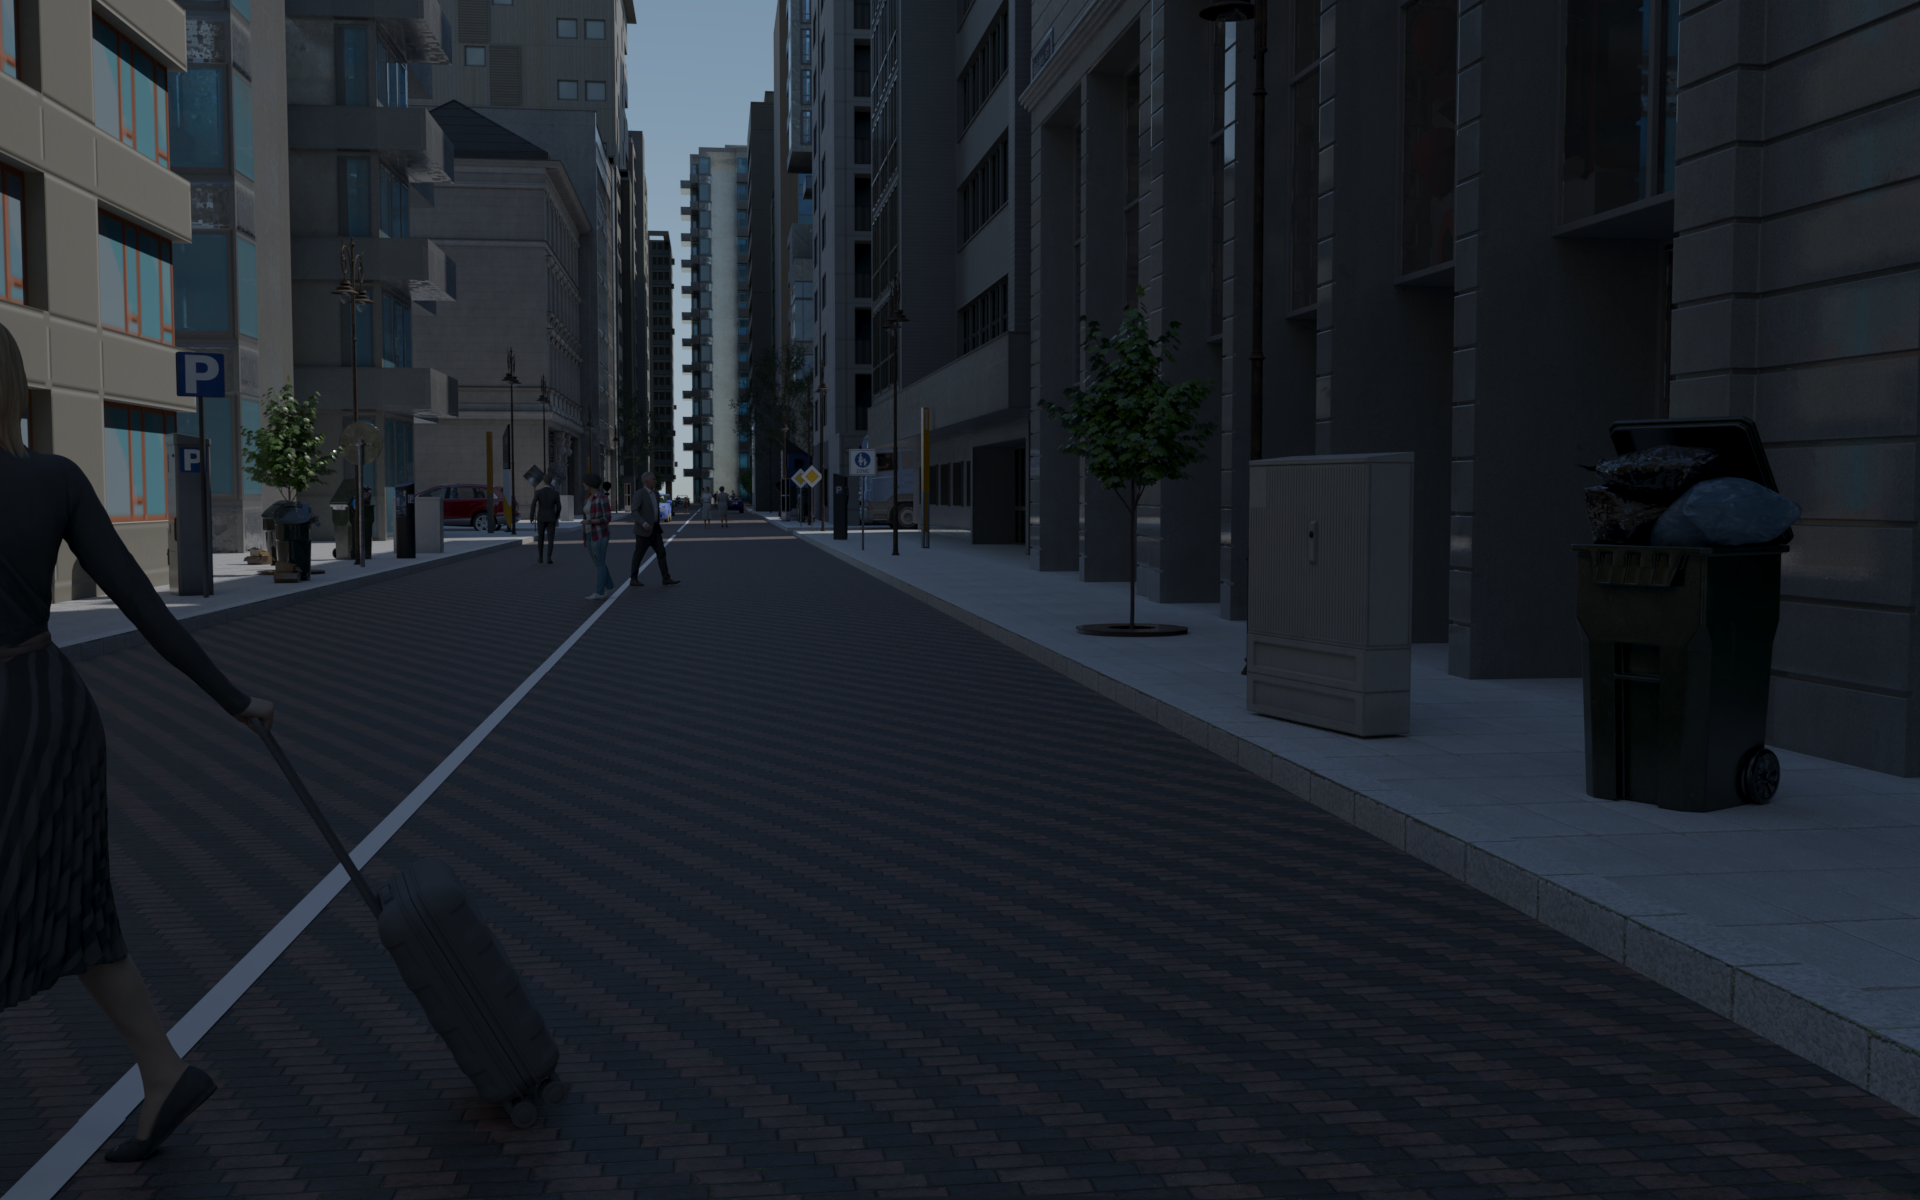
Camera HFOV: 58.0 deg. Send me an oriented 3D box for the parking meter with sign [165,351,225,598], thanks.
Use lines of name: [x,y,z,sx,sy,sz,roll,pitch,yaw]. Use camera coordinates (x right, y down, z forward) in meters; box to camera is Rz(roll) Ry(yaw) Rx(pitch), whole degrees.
parking meter with sign: [-9.798,-1.578,22.055,0.543,3.016,1.738,-2,4,-34]

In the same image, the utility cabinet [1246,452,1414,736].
utility cabinet: [2.012,-0.055,9.571,0.318,1.500,1.173,-1,4,-21]

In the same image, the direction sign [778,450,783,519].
direction sign: [-9.190,-5.955,89.368,0.379,3.537,0.876,0,4,0]

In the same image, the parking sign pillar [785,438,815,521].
parking sign pillar: [-7.745,-5.815,83.543,1.447,3.967,1.447,-1,4,-15]

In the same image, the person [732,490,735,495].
person: [-19.519,-8.516,148.178,0.568,1.767,0.683,0,4,7]

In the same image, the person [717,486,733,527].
person: [-10.160,-4.036,74.852,0.716,1.782,0.532,-1,4,-9]

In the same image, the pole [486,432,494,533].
pole: [-15.361,-3.839,56.613,0.158,3.312,0.155,0,3,0]

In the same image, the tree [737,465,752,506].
tree: [-23.078,-12.737,191.971,4.285,4.588,4.351,0,3,0]

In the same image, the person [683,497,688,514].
person: [-20.068,-6.930,126.476,0.373,1.253,0.362,2,4,27]

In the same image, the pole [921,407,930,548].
pole: [-0.818,-2.875,40.845,0.158,3.312,0.155,0,3,0]

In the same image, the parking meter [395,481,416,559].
parking meter: [-11.060,-1.598,34.543,0.372,1.533,0.369,0,3,0]

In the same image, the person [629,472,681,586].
person: [-4.785,-1.106,26.975,0.834,1.777,0.661,1,4,21]

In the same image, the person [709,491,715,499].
person: [-23.478,-9.346,162.130,1.217,1.723,0.721,-1,4,-19]

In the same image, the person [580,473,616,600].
person: [-4.904,-0.869,23.547,0.643,1.720,0.563,-3,4,-37]

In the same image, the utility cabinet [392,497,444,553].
utility cabinet: [-11.784,-1.623,37.690,1.020,1.237,0.306,0,4,-5]

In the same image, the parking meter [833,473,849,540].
parking meter: [-3.343,-2.624,48.617,0.399,1.863,0.255,1,4,15]

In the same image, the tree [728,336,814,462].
tree: [-9.677,-10.215,101.433,8.767,10.594,7.601,0,4,4]

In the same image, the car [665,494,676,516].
car: [-19.830,-6.287,114.588,2.131,1.459,4.920,0,4,-7]

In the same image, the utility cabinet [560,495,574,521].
utility cabinet: [-18.604,-4.333,82.005,0.306,1.237,1.020,-2,4,-34]

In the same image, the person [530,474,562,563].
person: [-8.584,-1.687,35.862,0.659,1.850,0.755,-1,4,-16]

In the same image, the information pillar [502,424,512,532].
information pillar: [-15.204,-4.085,58.144,0.183,3.616,0.504,-3,4,-37]

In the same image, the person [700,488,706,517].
person: [-15.903,-6.087,107.866,0.795,1.843,0.661,1,4,21]

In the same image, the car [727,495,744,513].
car: [-17.158,-7.191,130.148,1.945,1.354,3.894,-1,4,-9]

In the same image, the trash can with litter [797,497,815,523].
trash can with litter: [-6.833,-4.035,77.362,0.624,1.170,1.055,-3,4,-38]

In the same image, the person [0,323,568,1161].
person: [-1.614,0.309,3.671,1.509,1.804,0.699,-1,4,-21]

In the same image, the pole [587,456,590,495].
pole: [-20.090,-6.116,93.848,0.158,3.312,0.155,0,3,0]

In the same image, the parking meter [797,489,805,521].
parking meter: [-7.497,-4.487,81.776,0.372,1.533,0.369,0,3,0]

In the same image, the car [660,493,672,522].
car: [-15.664,-4.819,88.386,1.945,1.707,3.694,0,4,-7]

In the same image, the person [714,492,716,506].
person: [-29.775,-12.294,210.973,0.593,1.643,0.415,3,4,36]

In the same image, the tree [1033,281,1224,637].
tree: [1.624,-1.296,15.797,1.663,3.219,1.824,0,3,0]

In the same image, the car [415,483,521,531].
car: [-18.589,-3.293,62.515,5.304,1.827,2.281,0,4,-7]

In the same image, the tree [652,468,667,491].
tree: [-38.310,-14.285,217.273,4.285,4.588,4.351,0,3,0]

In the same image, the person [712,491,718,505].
person: [-24.849,-10.279,177.076,1.217,1.766,0.721,-1,4,-16]

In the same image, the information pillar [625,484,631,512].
information pillar: [-23.549,-7.231,122.716,0.304,2.012,0.304,3,5,44]

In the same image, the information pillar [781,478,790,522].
information pillar: [-8.142,-4.668,80.816,0.304,2.012,0.304,2,4,34]

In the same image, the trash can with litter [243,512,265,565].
trash can with litter: [-12.576,-1.243,31.708,0.624,1.170,1.055,1,4,17]

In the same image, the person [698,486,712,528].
person: [-10.718,-3.907,72.943,0.480,1.755,0.524,1,4,17]

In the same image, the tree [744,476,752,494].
tree: [-22.126,-11.581,183.949,1.663,3.219,1.824,0,3,0]

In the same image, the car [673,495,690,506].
car: [-32.380,-11.574,201.813,1.945,1.354,3.894,0,4,-7]

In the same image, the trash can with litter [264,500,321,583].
trash can with litter: [-9.728,-0.853,25.339,0.624,1.170,1.055,-1,4,-14]

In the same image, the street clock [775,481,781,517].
street clock: [-10.022,-5.624,96.517,0.471,2.002,0.358,0,4,8]

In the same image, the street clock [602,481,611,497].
street clock: [-20.222,-5.791,99.248,0.471,2.002,0.358,-2,4,-24]
